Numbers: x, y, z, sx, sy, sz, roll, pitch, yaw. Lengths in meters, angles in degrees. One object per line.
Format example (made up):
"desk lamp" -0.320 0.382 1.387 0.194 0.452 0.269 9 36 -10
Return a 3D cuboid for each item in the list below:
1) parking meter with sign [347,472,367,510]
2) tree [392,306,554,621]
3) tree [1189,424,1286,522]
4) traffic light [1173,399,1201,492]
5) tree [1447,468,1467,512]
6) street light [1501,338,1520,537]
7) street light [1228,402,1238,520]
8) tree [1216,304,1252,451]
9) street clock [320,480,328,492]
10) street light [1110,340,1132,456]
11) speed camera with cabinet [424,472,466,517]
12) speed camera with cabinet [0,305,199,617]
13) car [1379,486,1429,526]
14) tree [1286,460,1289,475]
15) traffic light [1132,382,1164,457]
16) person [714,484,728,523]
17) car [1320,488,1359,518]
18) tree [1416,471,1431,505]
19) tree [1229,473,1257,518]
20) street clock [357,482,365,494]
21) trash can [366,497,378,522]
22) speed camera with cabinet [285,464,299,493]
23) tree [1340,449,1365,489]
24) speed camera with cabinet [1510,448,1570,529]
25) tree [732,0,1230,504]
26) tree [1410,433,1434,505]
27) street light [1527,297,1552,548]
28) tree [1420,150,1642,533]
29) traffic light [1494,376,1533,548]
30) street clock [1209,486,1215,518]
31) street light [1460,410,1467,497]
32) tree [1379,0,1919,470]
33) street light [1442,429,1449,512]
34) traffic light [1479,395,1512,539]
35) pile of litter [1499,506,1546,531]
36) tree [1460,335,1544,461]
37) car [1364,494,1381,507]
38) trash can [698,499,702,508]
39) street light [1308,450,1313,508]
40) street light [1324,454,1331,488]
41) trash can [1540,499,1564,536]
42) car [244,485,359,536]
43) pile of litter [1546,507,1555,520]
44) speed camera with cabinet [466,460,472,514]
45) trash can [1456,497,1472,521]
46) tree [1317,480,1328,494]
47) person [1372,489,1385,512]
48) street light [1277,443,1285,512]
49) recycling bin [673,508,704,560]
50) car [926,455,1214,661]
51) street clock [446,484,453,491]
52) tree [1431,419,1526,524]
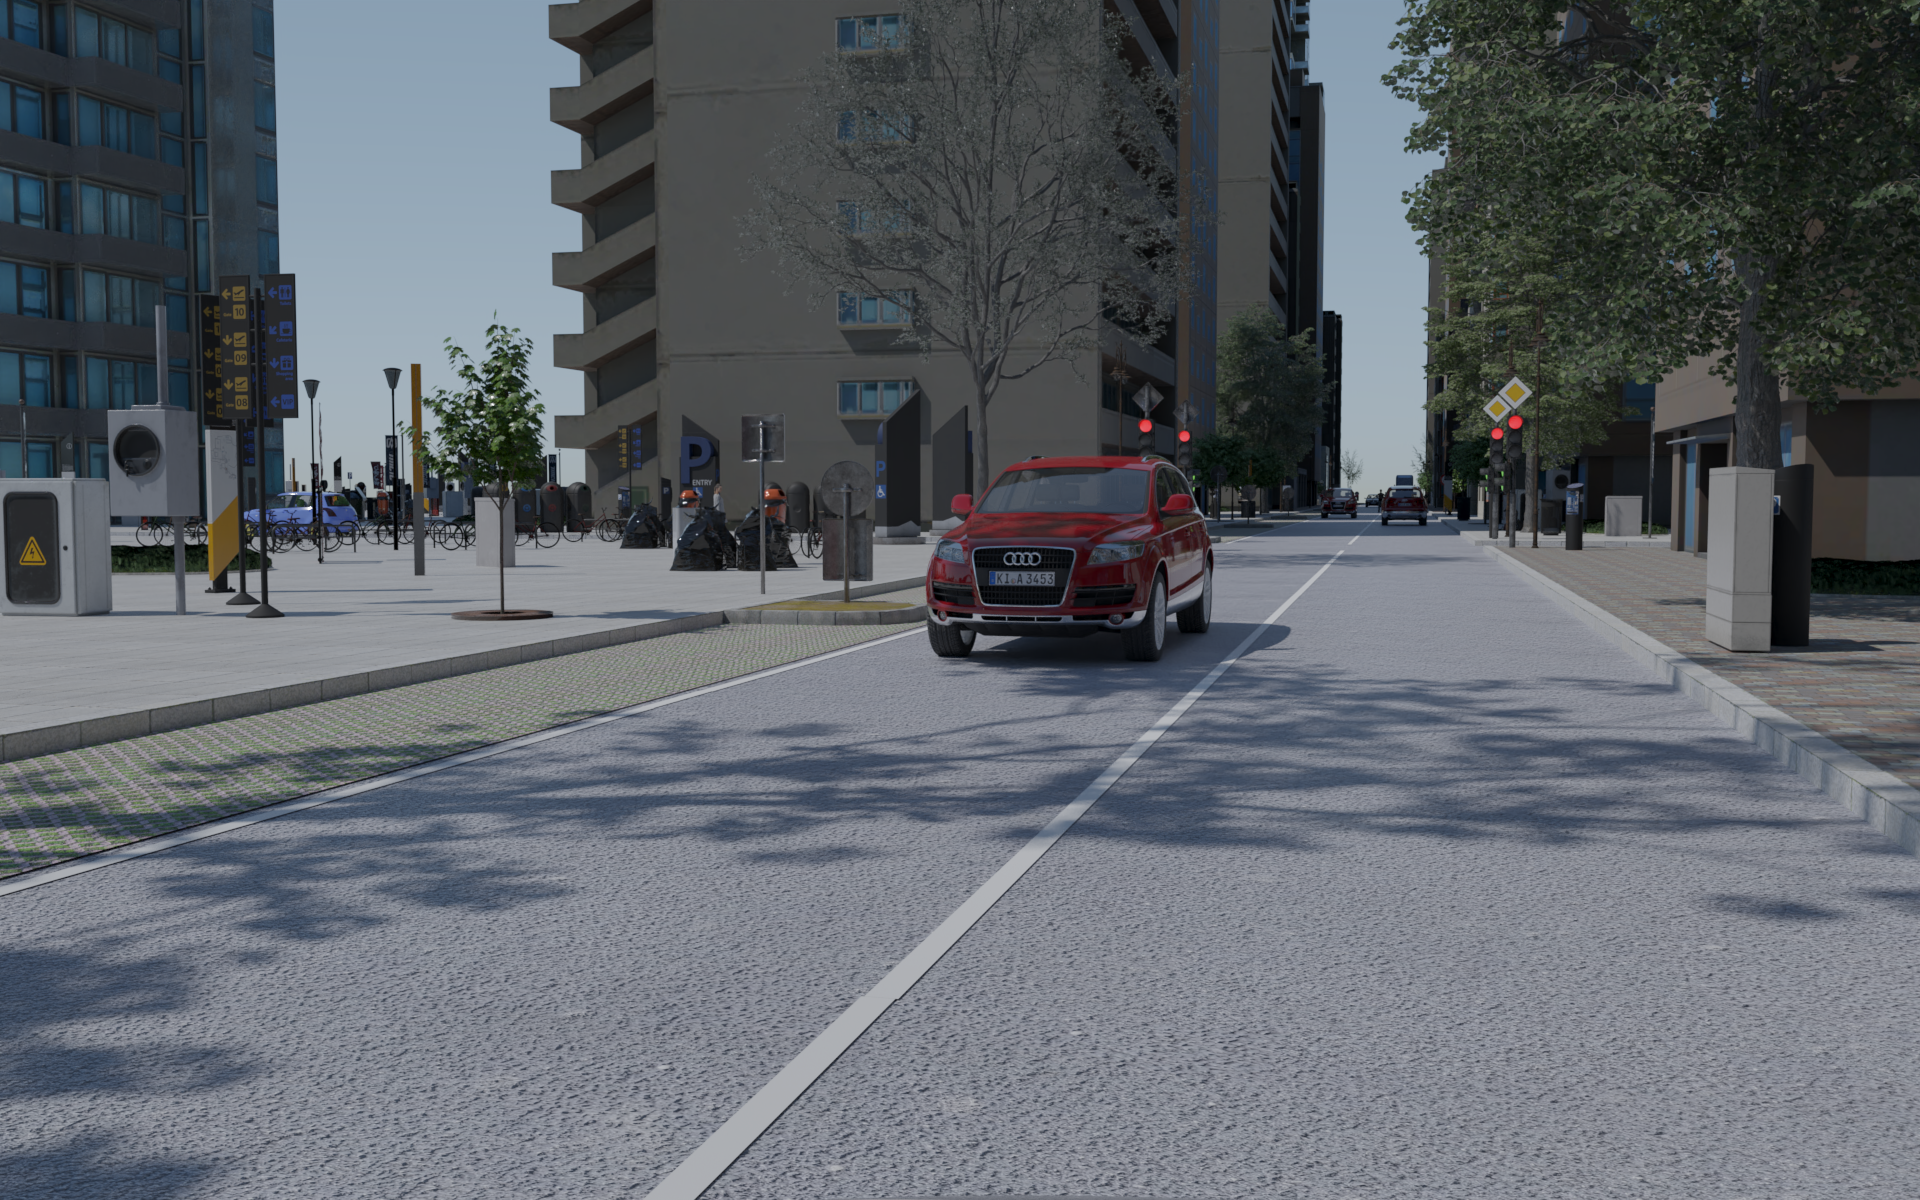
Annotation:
"parking meter with sign" -47.783 -8.659 137.839 1.738 3.016 0.543 1 4 12
"tree" -4.743 -1.434 18.049 1.663 3.219 1.824 0 3 0
"tree" 12.120 -5.952 81.036 4.285 4.588 4.351 0 3 0
"traffic light" 6.686 -3.812 51.248 0.839 4.253 0.868 1 4 14
"tree" 35.034 -7.858 123.078 1.663 3.219 1.824 0 3 0
"street light" 16.371 -4.821 51.614 0.468 5.910 1.993 1 4 14
"street light" 13.717 -6.990 87.069 0.468 5.910 1.993 1 4 14
"tree" 20.199 -12.719 114.610 9.857 13.997 8.962 0 3 0
"street clock" -32.436 -5.125 88.362 0.358 2.002 0.471 0 4 4
"street light" 4.839 -4.854 52.144 0.468 5.910 1.993 1 4 14
"speed camera with cabinet" -28.484 -6.185 95.455 2.038 3.252 0.660 -3 4 -37
"speed camera with cabinet" -9.103 -1.461 18.227 2.038 3.252 0.660 1 4 11
"car" 20.570 -4.378 80.256 2.281 1.827 5.304 1 4 14
"tree" 18.313 -7.449 105.497 4.285 4.588 4.351 0 3 0
"traffic light" 4.714 -3.339 43.509 0.839 4.253 0.868 1 4 14
"person" -7.086 -2.532 50.655 0.466 1.731 0.760 3 5 39
"car" 22.702 -5.806 103.603 2.281 1.827 5.304 1 4 14
"tree" 57.054 -13.875 210.571 4.285 4.588 4.351 0 3 0
"tree" 15.525 -6.138 94.959 1.663 3.219 1.824 0 3 0
"street clock" -35.149 -5.940 101.690 0.471 2.002 0.358 -1 4 -21
"trash can" -27.328 -4.225 80.732 0.748 1.137 0.748 0 3 0
"speed camera with cabinet" -43.486 -7.347 114.451 2.038 3.252 0.660 1 4 10
"tree" 62.919 -20.103 279.046 4.360 8.622 3.978 0 3 0
"speed camera with cabinet" 21.225 -4.222 63.361 2.038 3.252 0.660 0 4 -7
"tree" 0.502 -7.695 36.176 12.009 13.543 11.850 0 3 0
"tree" 55.017 -15.430 202.640 4.360 8.622 3.978 0 3 0
"street light" 13.607 -4.160 40.801 0.468 5.910 1.993 1 4 14
"tree" 19.081 -8.528 57.568 7.486 12.596 7.792 0 3 0
"traffic light" 13.209 -3.208 41.369 0.839 4.253 0.868 1 4 14
"street clock" 13.276 -5.294 91.132 0.471 2.002 0.358 3 4 38
"street light" 25.218 -6.969 86.724 0.468 5.910 1.993 1 4 14
"tree" 8.987 -6.873 19.023 9.857 13.997 8.962 0 3 0
"street light" 35.390 -9.396 126.408 0.468 5.910 1.993 1 4 14
"traffic light" 15.181 -3.681 49.108 0.839 4.253 0.868 1 4 14
"pile of litter" 19.589 -2.873 60.944 1.176 0.858 1.719 0 4 -5
"tree" 25.231 -8.004 81.233 4.737 8.622 4.395 0 3 0
"car" 44.727 -10.854 187.244 2.009 1.686 4.222 1 4 14
"trash can" -8.649 -2.702 55.830 0.748 1.137 0.748 0 3 0
"street light" 32.546 -11.506 160.905 0.468 5.910 1.993 1 4 14
"street light" 41.233 -13.597 195.104 0.468 5.910 1.993 1 4 14
"trash can" 18.271 -2.560 53.517 0.748 1.137 0.748 0 3 0
"car" -20.455 -2.674 53.309 3.694 1.707 1.945 1 4 13
"pile of litter" 22.004 -3.172 65.825 1.719 0.858 1.176 1 4 10
"speed camera with cabinet" -28.211 -6.356 98.258 0.660 3.252 2.038 -3 4 -36
"trash can" 24.154 -4.366 83.038 0.748 1.137 0.748 0 3 0
"tree" 41.348 -12.563 200.008 1.663 3.219 1.824 0 3 0
"person" 32.756 -7.726 134.839 1.348 1.822 0.705 1 4 16
"street light" 22.608 -9.120 121.894 0.468 5.910 1.993 1 4 14
"recycling bin" -4.882 -1.180 31.845 0.722 1.027 0.722 -1 4 -16
"car" 1.201 -0.491 16.696 2.281 1.827 5.304 1 4 15
"street clock" -37.320 -7.471 126.726 0.358 2.002 0.471 3 5 43
"tree" 22.506 -5.509 73.788 4.285 4.588 4.351 0 3 0
